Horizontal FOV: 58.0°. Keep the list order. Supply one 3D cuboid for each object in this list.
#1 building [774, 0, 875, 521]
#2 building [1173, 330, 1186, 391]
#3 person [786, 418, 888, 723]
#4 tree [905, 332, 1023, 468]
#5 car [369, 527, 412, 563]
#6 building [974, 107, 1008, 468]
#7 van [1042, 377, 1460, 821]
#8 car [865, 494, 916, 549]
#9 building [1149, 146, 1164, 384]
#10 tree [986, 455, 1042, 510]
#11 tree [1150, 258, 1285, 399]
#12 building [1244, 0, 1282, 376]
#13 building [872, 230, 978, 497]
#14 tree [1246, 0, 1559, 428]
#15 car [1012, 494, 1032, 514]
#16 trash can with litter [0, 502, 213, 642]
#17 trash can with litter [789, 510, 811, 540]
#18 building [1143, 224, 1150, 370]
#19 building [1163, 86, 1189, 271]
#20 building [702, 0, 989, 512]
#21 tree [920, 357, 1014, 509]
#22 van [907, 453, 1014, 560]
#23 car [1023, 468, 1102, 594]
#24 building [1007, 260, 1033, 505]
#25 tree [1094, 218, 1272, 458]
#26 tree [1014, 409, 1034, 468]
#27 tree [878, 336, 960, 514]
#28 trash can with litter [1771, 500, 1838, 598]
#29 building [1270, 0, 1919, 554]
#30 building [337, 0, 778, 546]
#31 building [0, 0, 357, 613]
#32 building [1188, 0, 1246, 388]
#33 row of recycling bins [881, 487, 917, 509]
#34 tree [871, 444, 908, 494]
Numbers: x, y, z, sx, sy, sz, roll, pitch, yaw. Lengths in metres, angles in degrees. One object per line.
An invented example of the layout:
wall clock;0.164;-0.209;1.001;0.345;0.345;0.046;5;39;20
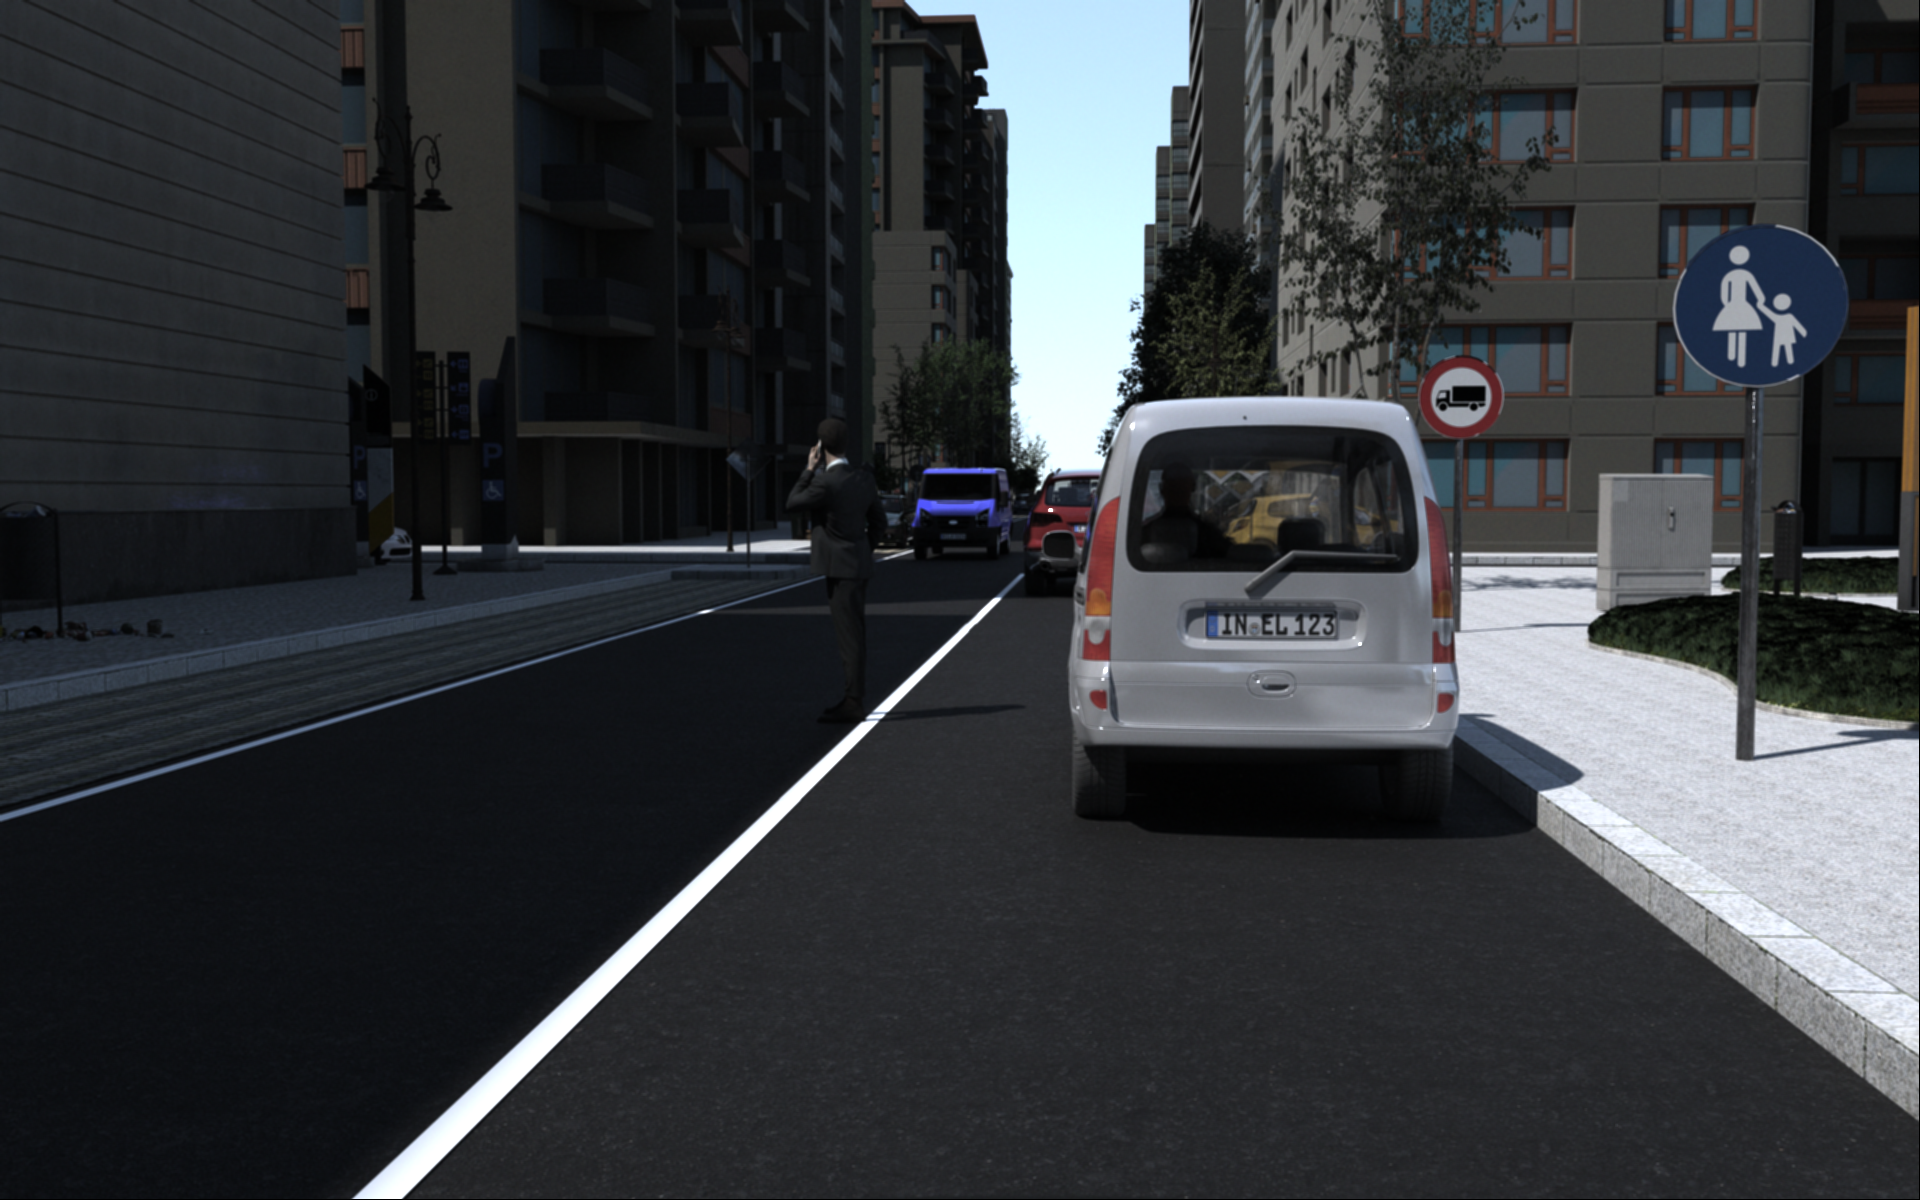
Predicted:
building;-12.046;-24.537;84.769;14.154;41.232;14.086;0;4;5
building;32.702;-18.973;155.255;27.650;21.520;28.899;0;4;5
person;-0.784;-0.187;10.922;0.474;1.900;0.648;2;4;24
tree;0.088;-11.286;110.287;9.928;11.665;9.643;0;3;0
car;-13.362;-1.355;34.513;4.827;1.381;2.083;0;4;5
building;-2.459;-30.313;179.212;14.154;41.232;14.086;0;4;5
van;1.418;-0.122;9.015;2.013;2.044;4.112;0;4;4
car;-2.136;-2.237;46.361;2.009;1.686;4.222;0;4;6
building;30.093;-31.930;205.647;14.154;41.232;14.086;0;4;5
tree;3.542;-9.585;140.429;4.285;4.588;4.351;0;3;0
tree;8.132;-6.410;55.164;4.737;8.622;4.395;0;3;0
building;28.460;-24.643;94.787;32.217;40.220;23.993;0;4;5
building;-13.509;-17.386;129.294;27.650;21.520;28.899;0;4;5
tree;5.737;-4.404;22.370;4.360;8.622;3.978;0;3;0
car;4.841;-7.132;128.612;2.014;1.417;4.499;0;4;3
trash can with litter;-7.914;-0.268;15.437;2.233;1.210;1.678;-1;4;-12
trash can with litter;-4.244;-2.254;48.236;1.055;1.170;0.624;2;4;34
building;34.845;-35.438;263.000;14.154;41.232;14.086;0;4;5
building;28.330;-30.150;176.548;14.154;41.232;14.086;0;4;5
building;-8.921;-30.789;158.030;22.147;44.769;28.867;0;4;5
tree;-0.155;-8.737;93.209;4.360;8.622;3.978;0;3;0
van;0.101;-2.163;39.747;2.240;2.365;5.245;0;4;6
car;2.091;-1.069;26.157;2.281;1.827;5.304;0;4;6
building;-4.915;-34.825;261.272;32.217;40.220;23.993;0;4;5
tree;10.393;-9.484;72.077;9.611;12.733;9.660;0;3;0
tree;4.472;-12.276;151.067;4.360;8.622;3.978;0;3;0
tree;-2.092;-8.009;81.306;4.737;8.622;4.395;0;3;0
trash can with litter;9.263;-0.518;19.522;1.678;1.210;2.233;0;4;2
building;24.839;-12.532;49.946;28.899;21.520;27.650;0;4;5
building;-17.015;-24.492;55.072;22.147;44.769;28.867;0;4;5
building;-22.107;-13.748;22.043;25.104;27.353;12.463;0;4;5
building;28.169;-30.889;128.743;21.300;48.544;21.600;0;4;5
row of recycling bins;-4.210;-6.120;107.167;3.534;1.692;1.069;1;4;15
tree;-3.072;-4.373;66.096;1.663;3.219;1.824;0;3;0
